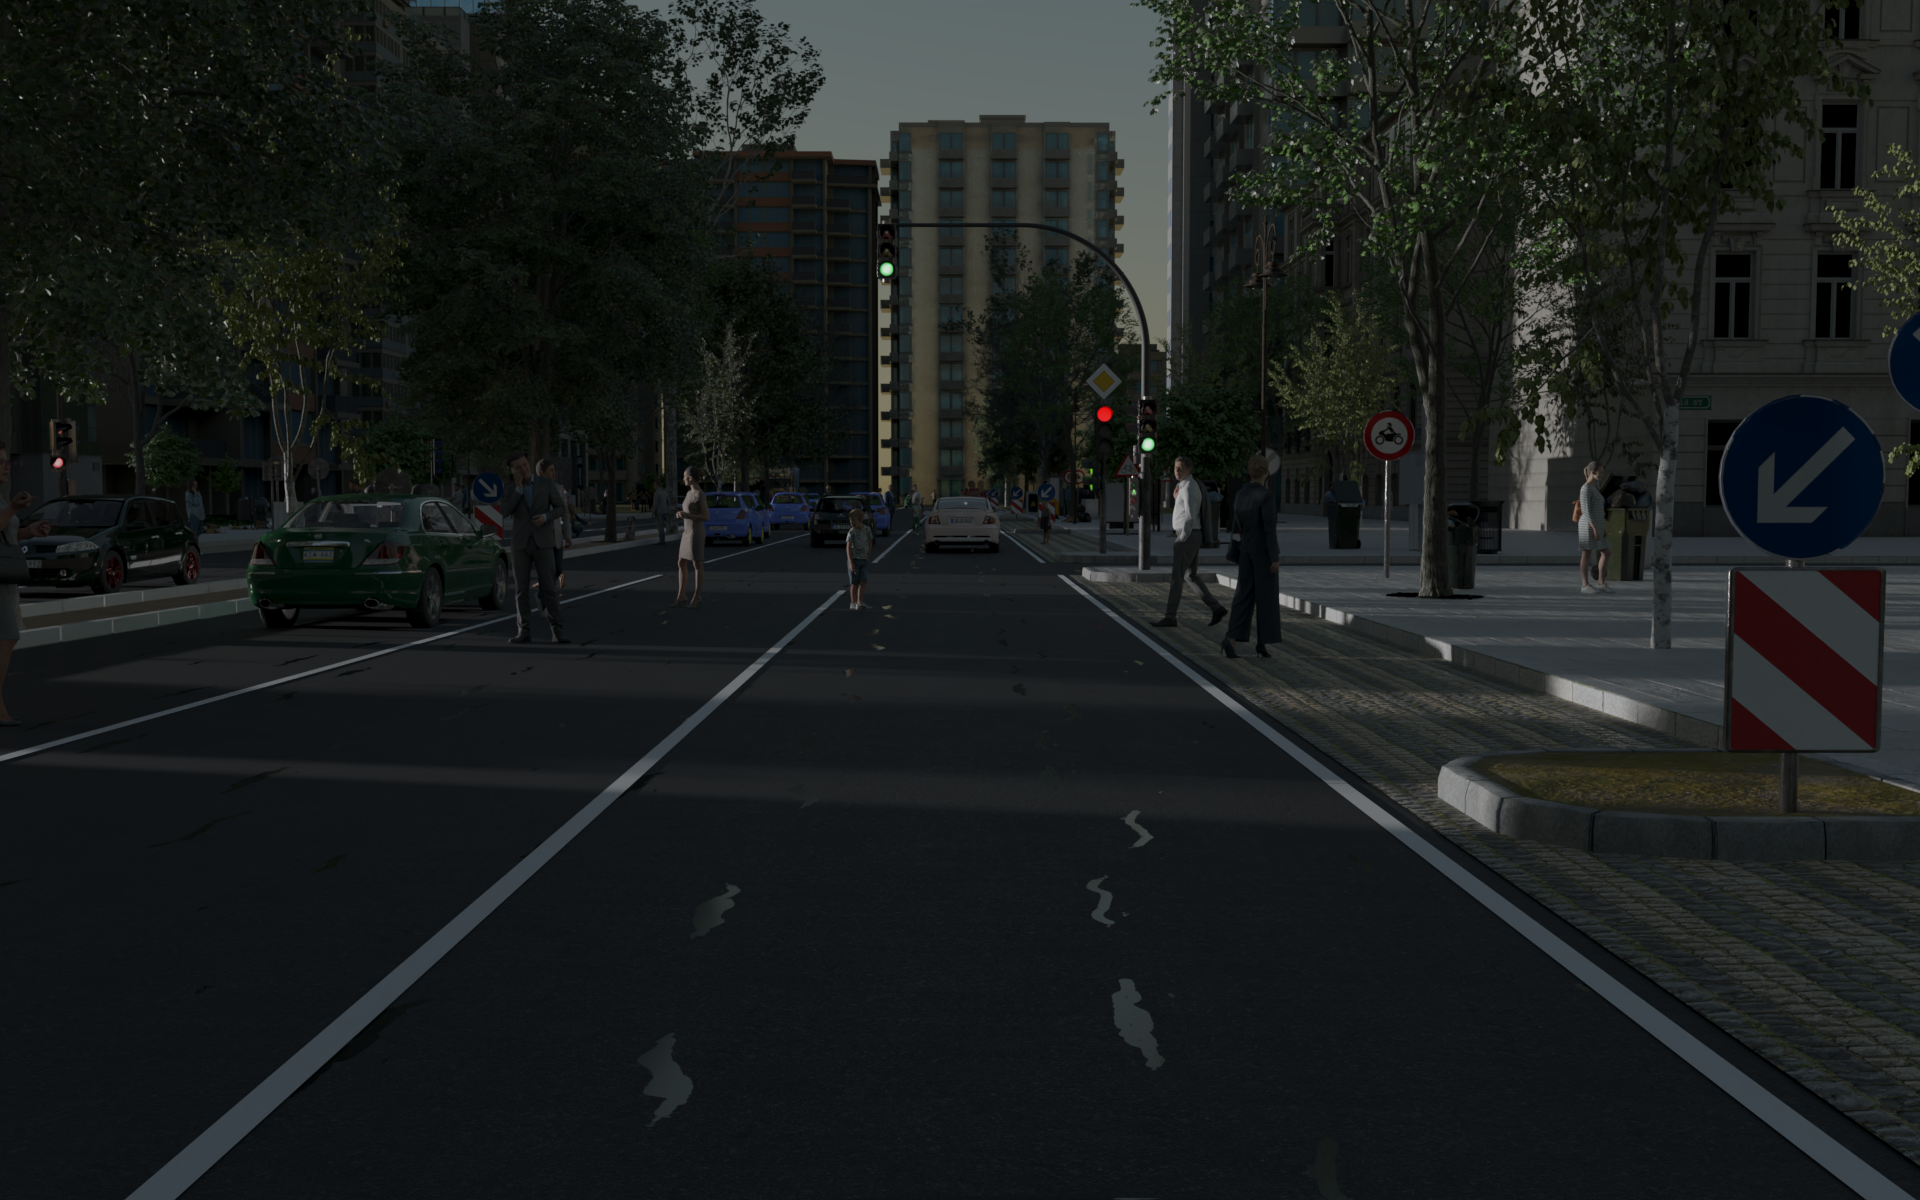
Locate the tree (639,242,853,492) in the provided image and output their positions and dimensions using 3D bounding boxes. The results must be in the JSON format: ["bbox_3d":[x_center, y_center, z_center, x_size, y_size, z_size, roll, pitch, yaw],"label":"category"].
[{"bbox_3d":[-9.752,-9.720,78.386,9.611,12.733,9.660,0,3,0],"label":"tree"}]

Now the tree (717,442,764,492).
[{"bbox_3d":[-22.440,-15.563,172.577,7.486,12.596,7.792,0,3,0],"label":"tree"}]

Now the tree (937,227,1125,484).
[{"bbox_3d":[4.545,-16.343,123.098,12.611,20.169,13.585,0,3,0],"label":"tree"}]

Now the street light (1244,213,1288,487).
[{"bbox_3d":[5.065,-3.429,28.860,0.468,5.910,1.993,0,4,0],"label":"street light"}]

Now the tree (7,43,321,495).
[{"bbox_3d":[-22.018,-8.323,46.449,12.009,13.543,11.850,0,3,0],"label":"tree"}]

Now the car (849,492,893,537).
[{"bbox_3d":[-3.262,-3.052,59.487,1.945,1.707,3.694,0,4,-1],"label":"car"}]

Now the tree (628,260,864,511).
[{"bbox_3d":[-10.072,-10.852,90.255,12.009,13.543,11.850,0,3,0],"label":"tree"}]

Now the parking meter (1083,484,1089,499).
[{"bbox_3d":[6.660,-5.242,91.412,0.255,1.863,0.399,-1,4,-14],"label":"parking meter"}]

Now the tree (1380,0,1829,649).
[{"bbox_3d":[5.810,-3.916,14.387,4.737,8.622,4.395,0,3,0],"label":"tree"}]

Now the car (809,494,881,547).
[{"bbox_3d":[-3.206,-2.332,47.911,2.009,1.686,4.222,0,4,-1],"label":"car"}]

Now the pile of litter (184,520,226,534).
[{"bbox_3d":[-24.507,-2.580,56.150,1.176,0.858,1.719,2,4,28],"label":"pile of litter"}]

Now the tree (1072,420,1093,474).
[{"bbox_3d":[5.314,-4.366,55.091,4.285,4.588,4.351,0,3,0],"label":"tree"}]

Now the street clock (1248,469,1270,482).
[{"bbox_3d":[7.222,-2.284,41.907,0.471,2.002,0.358,2,4,25],"label":"street clock"}]

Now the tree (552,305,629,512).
[{"bbox_3d":[-22.651,-12.188,109.651,12.009,13.543,11.850,0,3,0],"label":"tree"}]

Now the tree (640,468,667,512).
[{"bbox_3d":[-22.369,-8.027,125.836,1.663,3.219,1.824,0,3,0],"label":"tree"}]

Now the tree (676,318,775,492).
[{"bbox_3d":[-9.964,-7.255,71.437,4.360,8.622,3.978,0,3,0],"label":"tree"}]

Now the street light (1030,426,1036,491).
[{"bbox_3d":[4.782,-8.515,112.004,0.468,5.910,1.993,0,4,0],"label":"street light"}]

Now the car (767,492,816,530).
[{"bbox_3d":[-6.793,-3.685,69.838,1.945,1.707,3.694,0,3,0],"label":"car"}]

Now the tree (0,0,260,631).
[{"bbox_3d":[-9.817,-6.605,17.101,9.857,13.997,8.962,0,3,0],"label":"tree"}]

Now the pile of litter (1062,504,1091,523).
[{"bbox_3d":[5.227,-3.918,78.019,1.719,0.858,1.176,-2,4,-34],"label":"pile of litter"}]

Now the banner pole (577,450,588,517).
[{"bbox_3d":[-21.635,-6.670,99.077,0.863,3.779,0.401,3,5,41],"label":"banner pole"}]

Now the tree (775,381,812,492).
[{"bbox_3d":[-9.847,-8.921,98.674,4.360,8.622,3.978,0,3,0],"label":"tree"}]

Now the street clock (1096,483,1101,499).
[{"bbox_3d":[8.530,-6.266,107.015,0.471,2.002,0.358,0,4,6],"label":"street clock"}]

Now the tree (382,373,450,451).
[{"bbox_3d":[-31.751,-9.216,101.042,4.360,8.622,3.978,0,3,0],"label":"tree"}]

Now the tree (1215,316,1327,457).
[{"bbox_3d":[15.237,-9.409,88.250,7.601,10.594,8.767,0,4,4],"label":"tree"}]

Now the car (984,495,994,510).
[{"bbox_3d":[2.243,-8.835,157.034,1.945,1.354,3.894,0,4,-1],"label":"car"}]

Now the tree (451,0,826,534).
[{"bbox_3d":[-11.416,-12.430,61.580,12.611,20.169,13.585,0,3,0],"label":"tree"}]

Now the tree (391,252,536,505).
[{"bbox_3d":[-22.751,-10.004,81.690,7.486,12.596,7.792,0,3,0],"label":"tree"}]

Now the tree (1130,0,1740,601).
[{"bbox_3d":[5.716,-5.834,21.135,9.928,11.665,9.643,0,3,0],"label":"tree"}]

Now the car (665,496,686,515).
[{"bbox_3d":[-16.571,-5.452,101.720,1.945,1.354,3.894,0,4,-2],"label":"car"}]

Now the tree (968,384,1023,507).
[{"bbox_3d":[4.719,-15.667,174.278,7.486,12.596,7.792,0,3,0],"label":"tree"}]

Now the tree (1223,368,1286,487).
[{"bbox_3d":[15.767,-8.829,94.720,4.360,8.622,3.978,0,3,0],"label":"tree"}]

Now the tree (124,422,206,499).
[{"bbox_3d":[-36.235,-5.824,78.935,4.285,4.588,4.351,0,3,0],"label":"tree"}]

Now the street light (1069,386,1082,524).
[{"bbox_3d":[4.921,-6.190,73.993,0.468,5.910,1.993,0,4,0],"label":"street light"}]

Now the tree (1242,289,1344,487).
[{"bbox_3d":[13.121,-6.732,60.433,4.737,8.622,4.395,0,3,0],"label":"tree"}]

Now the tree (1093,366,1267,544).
[{"bbox_3d":[6.274,-3.726,44.638,4.285,4.588,4.351,0,3,0],"label":"tree"}]

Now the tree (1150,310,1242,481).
[{"bbox_3d":[9.649,-7.326,70.147,4.737,8.622,4.395,0,3,0],"label":"tree"}]

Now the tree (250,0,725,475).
[{"bbox_3d":[-9.931,-8.033,40.454,9.857,13.997,8.962,0,3,0],"label":"tree"}]

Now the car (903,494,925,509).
[{"bbox_3d":[-4.609,-9.871,173.191,2.131,1.459,4.920,0,4,0],"label":"car"}]

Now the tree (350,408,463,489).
[{"bbox_3d":[-21.540,-5.053,66.322,4.285,4.588,4.351,0,3,0],"label":"tree"}]

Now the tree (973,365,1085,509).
[{"bbox_3d":[5.748,-14.072,147.086,9.611,12.733,9.660,0,3,0],"label":"tree"}]

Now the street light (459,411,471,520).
[{"bbox_3d":[-21.381,-6.271,75.326,0.468,5.910,1.993,0,4,0],"label":"street light"}]

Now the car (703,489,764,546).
[{"bbox_3d":[-6.526,-2.390,48.666,1.945,1.707,3.694,0,4,1],"label":"car"}]

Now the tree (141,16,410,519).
[{"bbox_3d":[-9.628,-4.393,24.648,4.737,8.622,4.395,0,3,0],"label":"tree"}]

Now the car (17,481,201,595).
[{"bbox_3d":[-12.794,-0.968,25.612,2.009,1.686,4.222,0,4,-1],"label":"car"}]

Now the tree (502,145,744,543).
[{"bbox_3d":[-10.170,-7.479,50.498,9.928,11.665,9.643,0,3,0],"label":"tree"}]

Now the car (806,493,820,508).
[{"bbox_3d":[-13.314,-8.950,155.930,1.945,1.707,3.694,0,4,-1],"label":"car"}]

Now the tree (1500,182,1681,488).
[{"bbox_3d":[14.847,-5.507,40.397,4.360,8.622,3.978,0,3,0],"label":"tree"}]

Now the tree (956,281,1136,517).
[{"bbox_3d":[4.860,-11.533,98.932,12.009,13.543,11.850,0,3,0],"label":"tree"}]

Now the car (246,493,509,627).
[{"bbox_3d":[-6.595,-0.508,20.098,2.131,1.459,4.920,0,4,0],"label":"car"}]

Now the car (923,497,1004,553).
[{"bbox_3d":[0.084,-1.922,43.782,2.083,1.381,4.827,0,4,1],"label":"car"}]

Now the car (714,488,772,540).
[{"bbox_3d":[-7.036,-2.814,55.594,1.945,1.707,3.694,0,4,-1],"label":"car"}]

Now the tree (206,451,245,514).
[{"bbox_3d":[-33.214,-5.118,78.286,1.663,3.219,1.824,0,3,0],"label":"tree"}]

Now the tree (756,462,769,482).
[{"bbox_3d":[-23.276,-17.063,185.635,9.857,13.997,8.962,0,3,0],"label":"tree"}]

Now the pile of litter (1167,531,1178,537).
[{"bbox_3d":[7.037,-2.301,51.592,1.719,0.858,1.176,3,4,39],"label":"pile of litter"}]
